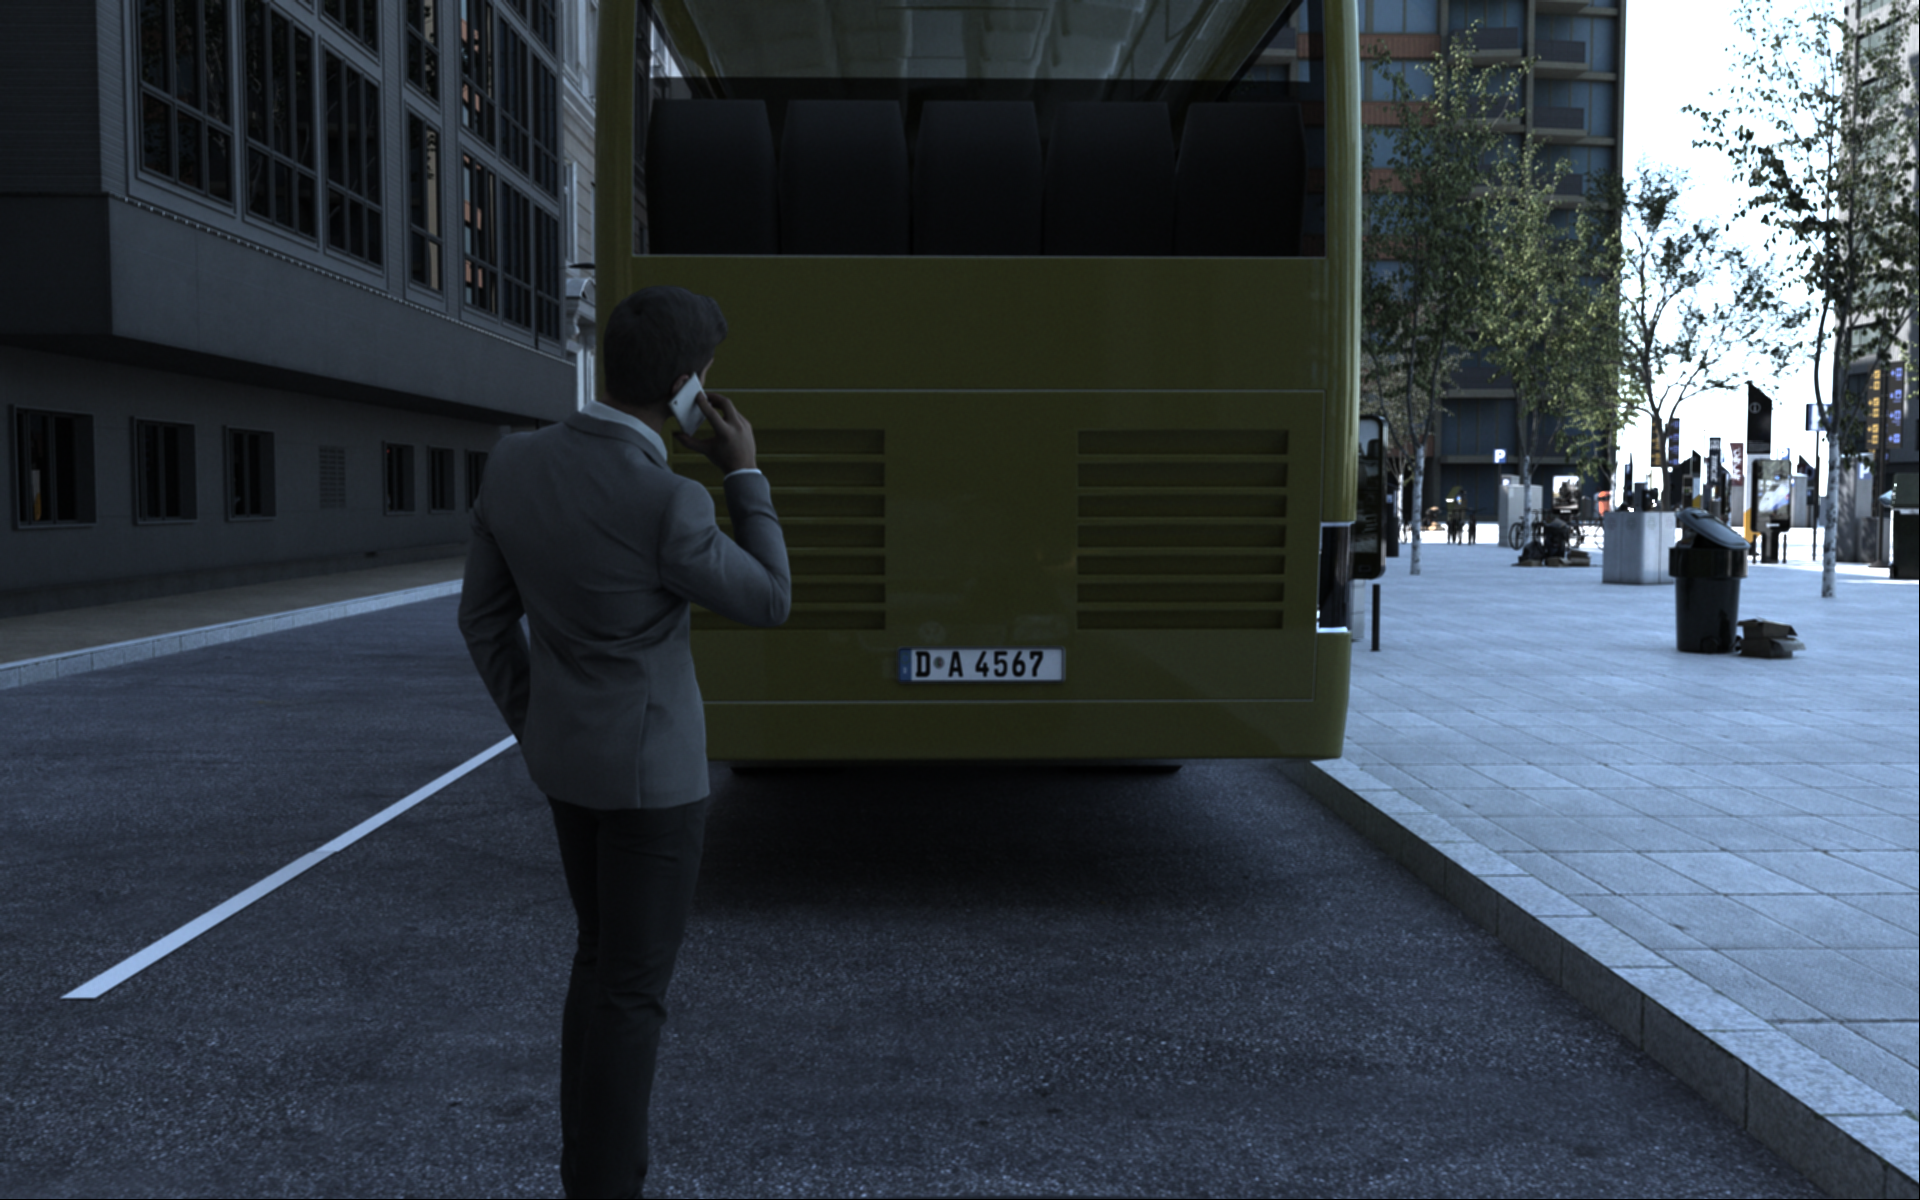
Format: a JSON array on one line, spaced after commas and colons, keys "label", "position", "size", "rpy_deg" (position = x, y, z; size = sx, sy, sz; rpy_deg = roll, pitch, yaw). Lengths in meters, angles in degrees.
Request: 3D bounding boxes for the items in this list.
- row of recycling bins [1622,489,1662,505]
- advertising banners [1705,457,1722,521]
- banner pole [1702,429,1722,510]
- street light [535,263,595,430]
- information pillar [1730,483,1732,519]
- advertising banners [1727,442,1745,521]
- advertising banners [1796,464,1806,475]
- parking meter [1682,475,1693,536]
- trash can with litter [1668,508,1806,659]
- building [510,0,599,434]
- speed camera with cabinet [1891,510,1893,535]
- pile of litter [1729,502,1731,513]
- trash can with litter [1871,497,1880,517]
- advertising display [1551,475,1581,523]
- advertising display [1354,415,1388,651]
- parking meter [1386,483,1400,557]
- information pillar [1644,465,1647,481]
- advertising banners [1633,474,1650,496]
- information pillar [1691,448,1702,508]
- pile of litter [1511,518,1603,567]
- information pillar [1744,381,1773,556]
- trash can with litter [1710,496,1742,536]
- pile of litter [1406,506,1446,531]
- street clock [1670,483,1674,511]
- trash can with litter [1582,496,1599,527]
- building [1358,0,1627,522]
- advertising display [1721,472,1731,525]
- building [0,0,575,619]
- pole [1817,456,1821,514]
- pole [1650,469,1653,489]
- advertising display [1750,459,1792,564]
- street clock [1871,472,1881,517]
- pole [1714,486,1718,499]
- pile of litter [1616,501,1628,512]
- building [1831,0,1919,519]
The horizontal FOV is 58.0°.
[{"label": "row of recycling bins", "position": [51.792, -7.553, 130.600], "size": [3.534, 1.692, 1.069], "rpy_deg": [2, 4, 30]}, {"label": "advertising banners", "position": [35.835, -5.196, 81.137], "size": [2.074, 3.025, 0.090], "rpy_deg": [0, 4, -1]}, {"label": "banner pole", "position": [28.790, -4.679, 66.511], "size": [0.863, 3.779, 0.401], "rpy_deg": [1, 4, 9]}, {"label": "street light", "position": [-7.968, -3.815, 34.919], "size": [1.470, 5.913, 1.316], "rpy_deg": [0, 4, -1]}, {"label": "information pillar", "position": [36.704, -4.742, 82.018], "size": [0.304, 2.012, 0.304], "rpy_deg": [3, 4, 36]}, {"label": "advertising banners", "position": [26.766, -3.784, 58.051], "size": [2.074, 3.025, 0.090], "rpy_deg": [0, 4, 1]}, {"label": "advertising banners", "position": [47.807, -6.366, 100.279], "size": [2.074, 3.025, 0.090], "rpy_deg": [2, 4, 24]}, {"label": "parking meter", "position": [21.666, -2.806, 51.592], "size": [0.255, 1.863, 0.399], "rpy_deg": [1, 4, 18]}, {"label": "trash can with litter", "position": [6.255, -0.154, 13.909], "size": [0.624, 1.170, 1.055], "rpy_deg": [-3, 4, -36]}, {"label": "building", "position": [-17.357, -18.430, 87.235], "size": [13.634, 28.700, 20.117], "rpy_deg": [0, 4, -1]}, {"label": "speed camera with cabinet", "position": [29.205, -3.557, 52.499], "size": [0.660, 3.252, 2.038], "rpy_deg": [-1, 4, -11]}, {"label": "pile of litter", "position": [53.526, -6.515, 120.491], "size": [1.176, 0.858, 1.719], "rpy_deg": [0, 4, 2]}, {"label": "trash can with litter", "position": [42.261, -4.198, 80.019], "size": [0.624, 1.170, 1.055], "rpy_deg": [2, 4, 28]}, {"label": "advertising display", "position": [20.030, -3.183, 57.253], "size": [0.123, 1.923, 0.974], "rpy_deg": [-3, 5, -43]}, {"label": "advertising display", "position": [3.033, -0.558, 14.333], "size": [0.974, 1.923, 0.123], "rpy_deg": [2, 4, 31]}, {"label": "parking meter", "position": [8.789, -1.651, 35.411], "size": [0.372, 1.533, 0.369], "rpy_deg": [0, 3, 0]}, {"label": "information pillar", "position": [54.530, -8.955, 137.774], "size": [0.183, 3.616, 0.504], "rpy_deg": [2, 4, 33]}, {"label": "advertising banners", "position": [59.351, -9.482, 151.225], "size": [2.074, 3.025, 0.090], "rpy_deg": [-1, 4, -15]}, {"label": "information pillar", "position": [37.189, -5.884, 87.563], "size": [0.504, 3.616, 0.183], "rpy_deg": [1, 4, 17]}, {"label": "pile of litter", "position": [10.690, -1.028, 30.774], "size": [1.719, 0.858, 1.176], "rpy_deg": [1, 4, 16]}, {"label": "information pillar", "position": [16.481, -2.718, 35.798], "size": [0.504, 3.616, 0.183], "rpy_deg": [1, 4, 16]}, {"label": "trash can with litter", "position": [23.230, -2.543, 52.640], "size": [2.233, 1.210, 1.678], "rpy_deg": [-3, 5, -41]}, {"label": "pile of litter", "position": [16.240, -2.807, 59.863], "size": [1.176, 0.858, 1.719], "rpy_deg": [-2, 4, -33]}, {"label": "street clock", "position": [47.655, -6.827, 116.190], "size": [0.471, 2.002, 0.358], "rpy_deg": [1, 4, 23]}, {"label": "trash can with litter", "position": [24.615, -3.536, 68.876], "size": [2.233, 1.210, 1.678], "rpy_deg": [-3, 4, -37]}, {"label": "building", "position": [17.435, -26.484, 87.644], "size": [28.867, 44.769, 22.147], "rpy_deg": [0, 4, -1]}, {"label": "advertising display", "position": [22.405, -2.784, 50.737], "size": [0.123, 1.923, 0.974], "rpy_deg": [2, 4, 29]}, {"label": "building", "position": [-15.375, -14.247, 26.448], "size": [14.314, 27.812, 24.014], "rpy_deg": [0, 4, -1]}, {"label": "pole", "position": [46.194, -6.083, 93.295], "size": [0.158, 3.312, 0.155], "rpy_deg": [0, 3, 0]}, {"label": "pole", "position": [55.873, -8.944, 140.071], "size": [0.158, 3.312, 0.155], "rpy_deg": [0, 3, 0]}, {"label": "advertising display", "position": [14.937, -1.632, 31.897], "size": [0.974, 1.923, 0.123], "rpy_deg": [-2, 4, -28]}, {"label": "street clock", "position": [30.678, -3.271, 58.057], "size": [0.358, 2.002, 0.471], "rpy_deg": [1, 4, 13]}, {"label": "pole", "position": [44.484, -6.609, 101.906], "size": [0.158, 3.312, 0.155], "rpy_deg": [0, 3, 0]}, {"label": "pile of litter", "position": [47.455, -6.719, 123.823], "size": [1.176, 0.858, 1.719], "rpy_deg": [-2, 4, -24]}, {"label": "building", "position": [53.958, -19.231, 86.132], "size": [14.107, 30.474, 14.160], "rpy_deg": [0, 4, -1]}]
